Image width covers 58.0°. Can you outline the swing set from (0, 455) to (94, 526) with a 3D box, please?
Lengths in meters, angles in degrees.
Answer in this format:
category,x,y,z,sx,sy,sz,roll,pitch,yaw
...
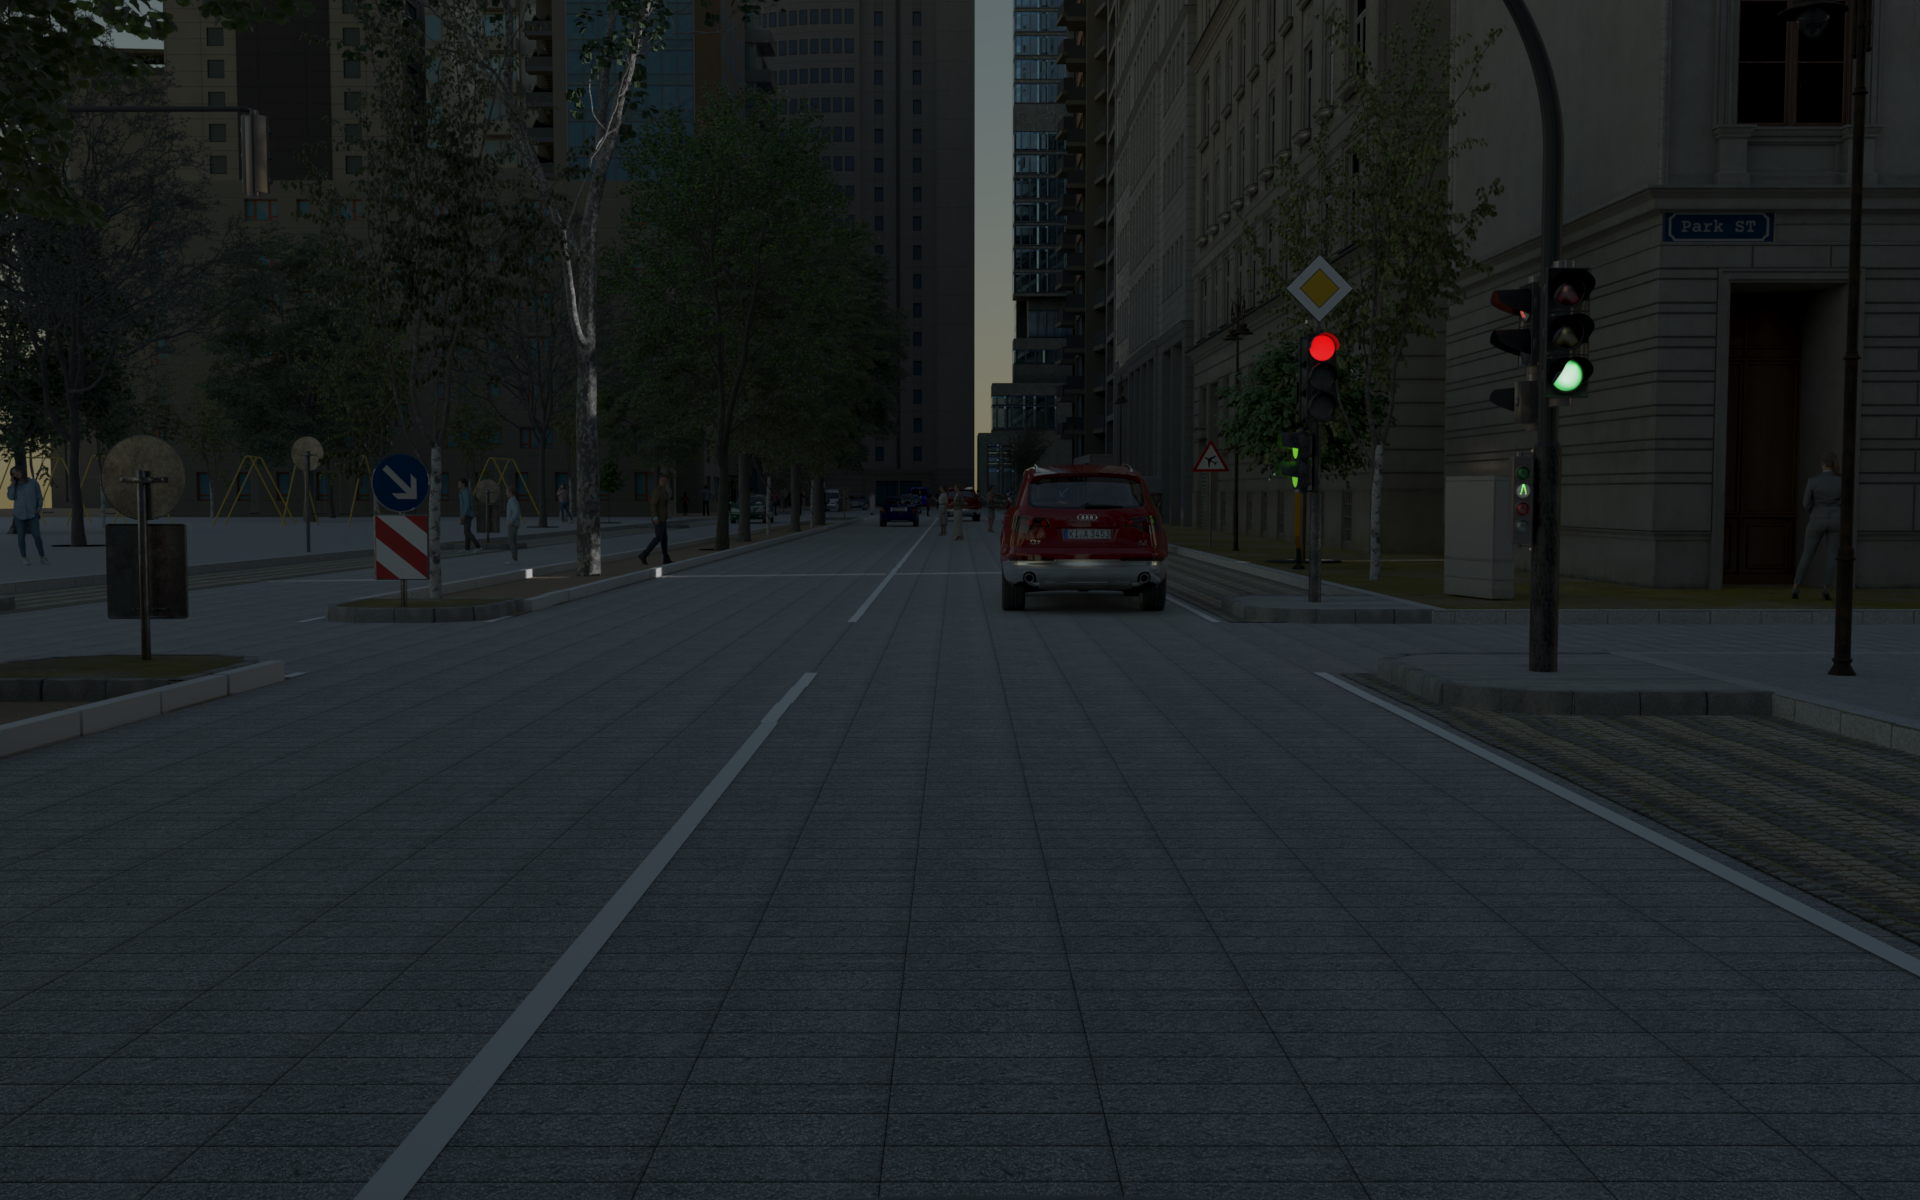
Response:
category,x,y,z,sx,sy,sz,roll,pitch,yaw
swing set,-38.930,-4.611,73.012,2.862,2.851,3.119,1,4,10

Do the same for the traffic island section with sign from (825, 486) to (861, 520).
category,x,y,z,sx,sy,sz,roll,pitch,yaw
traffic island section with sign,-6.412,-5.335,95.359,2.006,1.907,1.989,0,3,0

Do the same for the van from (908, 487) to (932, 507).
category,x,y,z,sx,sy,sz,roll,pitch,yaw
van,-3.760,-9.634,161.902,2.240,2.365,5.245,0,4,0

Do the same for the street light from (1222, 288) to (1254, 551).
category,x,y,z,sx,sy,sz,roll,pitch,yaw
street light,6.240,-4.051,39.019,0.468,5.910,1.993,0,3,0

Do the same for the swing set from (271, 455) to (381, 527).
category,x,y,z,sx,sy,sz,roll,pitch,yaw
swing set,-25.297,-4.396,69.493,3.119,2.851,2.862,1,4,9

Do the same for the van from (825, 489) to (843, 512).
category,x,y,z,sx,sy,sz,roll,pitch,yaw
van,-10.293,-8.102,139.472,2.013,2.044,4.112,0,4,1

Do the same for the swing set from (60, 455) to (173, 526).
category,x,y,z,sx,sy,sz,roll,pitch,yaw
swing set,-34.490,-4.502,71.227,2.862,2.851,3.119,1,4,12

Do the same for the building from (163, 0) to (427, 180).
category,x,y,z,sx,sy,sz,roll,pitch,yaw
building,-57.990,-44.071,158.811,20.611,71.187,20.563,0,3,0

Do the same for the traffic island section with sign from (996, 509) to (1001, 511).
category,x,y,z,sx,sy,sz,roll,pitch,yaw
traffic island section with sign,4.089,-8.629,149.707,1.989,1.847,2.006,0,3,0

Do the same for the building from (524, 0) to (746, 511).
category,x,y,z,sx,sy,sz,roll,pitch,yaw
building,-23.971,-29.424,131.189,14.600,45.320,14.200,0,3,0

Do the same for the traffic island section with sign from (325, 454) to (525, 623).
category,x,y,z,sx,sy,sz,roll,pitch,yaw
traffic island section with sign,-6.314,-0.739,20.221,2.006,1.907,1.989,0,3,0

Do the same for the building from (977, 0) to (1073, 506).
category,x,y,z,sx,sy,sz,roll,pitch,yaw
building,17.415,-53.690,190.495,31.000,86.520,22.319,0,3,0

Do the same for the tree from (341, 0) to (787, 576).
category,x,y,z,sx,sy,sz,roll,pitch,yaw
tree,-7.670,-10.520,30.351,12.611,20.169,13.585,0,3,0

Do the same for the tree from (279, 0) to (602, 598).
category,x,y,z,sx,sy,sz,roll,pitch,yaw
tree,-6.678,-4.231,22.000,4.360,8.622,3.978,0,3,0

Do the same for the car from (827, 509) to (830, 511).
category,x,y,z,sx,sy,sz,roll,pitch,yaw
car,-10.442,-8.130,145.508,1.945,1.354,3.894,0,4,1

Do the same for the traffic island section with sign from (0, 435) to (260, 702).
category,x,y,z,sx,sy,sz,roll,pitch,yaw
traffic island section with sign,-6.315,-0.286,12.814,2.006,1.907,1.989,0,3,0

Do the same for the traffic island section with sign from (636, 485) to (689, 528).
category,x,y,z,sx,sy,sz,roll,pitch,yaw
traffic island section with sign,-12.448,-3.924,72.792,1.989,1.847,2.006,0,3,0

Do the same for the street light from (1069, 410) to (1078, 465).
category,x,y,z,sx,sy,sz,roll,pitch,yaw
street light,6.194,-7.466,94.856,0.468,5.910,1.993,0,3,0

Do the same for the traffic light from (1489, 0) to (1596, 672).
category,x,y,z,sx,sy,sz,roll,pitch,yaw
traffic light,2.112,-2.303,12.330,4.771,5.953,1.251,0,3,0

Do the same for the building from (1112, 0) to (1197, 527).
category,x,y,z,sx,sy,sz,roll,pitch,yaw
building,13.987,-18.542,80.658,11.434,29.767,29.804,0,3,0

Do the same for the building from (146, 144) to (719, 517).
category,x,y,z,sx,sy,sz,roll,pitch,yaw
building,-31.022,-16.215,110.154,27.650,21.520,28.899,0,3,0

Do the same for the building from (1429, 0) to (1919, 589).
category,x,y,z,sx,sy,sz,roll,pitch,yaw
building,19.112,-11.713,27.670,21.152,22.565,11.583,0,3,0

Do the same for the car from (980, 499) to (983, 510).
category,x,y,z,sx,sy,sz,roll,pitch,yaw
car,1.121,-9.041,160.402,1.945,1.354,3.894,0,3,0

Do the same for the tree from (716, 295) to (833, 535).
category,x,y,z,sx,sy,sz,roll,pitch,yaw
tree,-6.647,-6.552,59.947,4.360,8.622,3.978,0,3,0

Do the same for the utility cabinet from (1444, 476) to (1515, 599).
category,x,y,z,sx,sy,sz,roll,pitch,yaw
utility cabinet,6.414,-0.776,21.369,0.318,1.500,1.173,-1,4,-13

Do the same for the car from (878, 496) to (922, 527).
category,x,y,z,sx,sy,sz,roll,pitch,yaw
car,-2.683,-3.945,77.077,1.945,1.354,3.894,0,4,-1

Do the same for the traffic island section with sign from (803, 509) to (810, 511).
category,x,y,z,sx,sy,sz,roll,pitch,yaw
traffic island section with sign,-12.538,-8.670,150.384,1.989,1.847,2.006,0,3,0

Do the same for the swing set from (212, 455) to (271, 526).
category,x,y,z,sx,sy,sz,roll,pitch,yaw
swing set,-29.119,-4.514,71.419,2.862,2.851,3.119,-1,4,-14

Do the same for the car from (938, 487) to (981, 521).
category,x,y,z,sx,sy,sz,roll,pitch,yaw
car,0.006,-5.109,92.211,2.281,1.827,5.304,0,4,-2

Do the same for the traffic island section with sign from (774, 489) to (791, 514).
category,x,y,z,sx,sy,sz,roll,pitch,yaw
traffic island section with sign,-12.494,-6.995,122.990,1.989,1.847,2.006,0,3,0

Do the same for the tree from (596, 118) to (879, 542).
category,x,y,z,sx,sy,sz,roll,pitch,yaw
tree,-6.588,-8.042,52.069,7.486,12.596,7.792,0,3,0

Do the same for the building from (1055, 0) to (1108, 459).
category,x,y,z,sx,sy,sz,roll,pitch,yaw
building,18.777,-29.335,134.246,22.147,44.769,28.867,0,3,0

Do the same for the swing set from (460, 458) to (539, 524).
category,x,y,z,sx,sy,sz,roll,pitch,yaw
swing set,-19.989,-4.777,75.722,2.862,2.851,3.119,0,4,3

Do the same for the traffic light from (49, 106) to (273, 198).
category,x,y,z,sx,sy,sz,roll,pitch,yaw
traffic light,-10.575,-2.801,20.460,4.771,5.953,1.251,0,3,0

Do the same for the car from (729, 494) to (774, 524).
category,x,y,z,sx,sy,sz,roll,pitch,yaw
car,-10.261,-4.515,85.622,2.131,1.459,4.920,0,4,-1

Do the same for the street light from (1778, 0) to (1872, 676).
category,x,y,z,sx,sy,sz,roll,pitch,yaw
street light,6.258,-2.405,12.112,0.468,5.910,1.993,0,3,0

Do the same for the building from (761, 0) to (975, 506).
category,x,y,z,sx,sy,sz,roll,pitch,yaw
building,-12.482,-39.658,190.405,28.212,58.520,21.231,0,3,0

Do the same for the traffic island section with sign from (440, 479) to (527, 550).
category,x,y,z,sx,sy,sz,roll,pitch,yaw
traffic island section with sign,-12.409,-2.234,45.161,1.989,1.847,2.006,0,3,0

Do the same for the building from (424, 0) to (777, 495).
category,x,y,z,sx,sy,sz,roll,pitch,yaw
building,-32.276,-32.873,157.084,30.456,49.044,23.786,0,3,0

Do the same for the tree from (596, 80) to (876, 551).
category,x,y,z,sx,sy,sz,roll,pitch,yaw
tree,-5.897,-7.039,43.308,9.928,11.665,9.643,0,3,0

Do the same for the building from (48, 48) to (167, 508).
category,x,y,z,sx,sy,sz,roll,pitch,yaw
building,-75.341,-29.280,162.317,14.086,41.232,14.154,0,3,0

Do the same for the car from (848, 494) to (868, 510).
category,x,y,z,sx,sy,sz,roll,pitch,yaw
car,-9.186,-8.680,153.915,2.014,1.417,4.499,0,4,1

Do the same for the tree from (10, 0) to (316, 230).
category,x,y,z,sx,sy,sz,roll,pitch,yaw
tree,-6.486,-5.317,7.516,7.486,12.596,7.792,0,3,0

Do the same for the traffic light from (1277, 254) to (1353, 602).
category,x,y,z,sx,sy,sz,roll,pitch,yaw
traffic light,4.194,-1.929,20.458,0.839,4.253,0.868,0,3,0

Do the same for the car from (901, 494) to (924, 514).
category,x,y,z,sx,sy,sz,roll,pitch,yaw
car,-3.664,-6.974,126.020,2.014,1.417,4.499,0,4,-1

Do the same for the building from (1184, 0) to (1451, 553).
category,x,y,z,sx,sy,sz,roll,pitch,yaw
building,16.081,-13.310,50.908,16.112,22.955,30.059,0,3,0

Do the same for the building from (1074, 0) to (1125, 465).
category,x,y,z,sx,sy,sz,roll,pitch,yaw
building,19.060,-44.030,158.149,20.563,71.187,20.611,0,3,0

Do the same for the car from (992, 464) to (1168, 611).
category,x,y,z,sx,sy,sz,roll,pitch,yaw
car,1.551,-0.864,22.804,2.281,1.827,5.304,0,4,1

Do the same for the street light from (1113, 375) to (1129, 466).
category,x,y,z,sx,sy,sz,roll,pitch,yaw
street light,6.230,-5.769,67.119,0.468,5.910,1.993,0,3,0

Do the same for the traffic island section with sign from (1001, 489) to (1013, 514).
category,x,y,z,sx,sy,sz,roll,pitch,yaw
traffic island section with sign,4.119,-6.980,122.752,1.989,1.847,2.006,0,3,0
